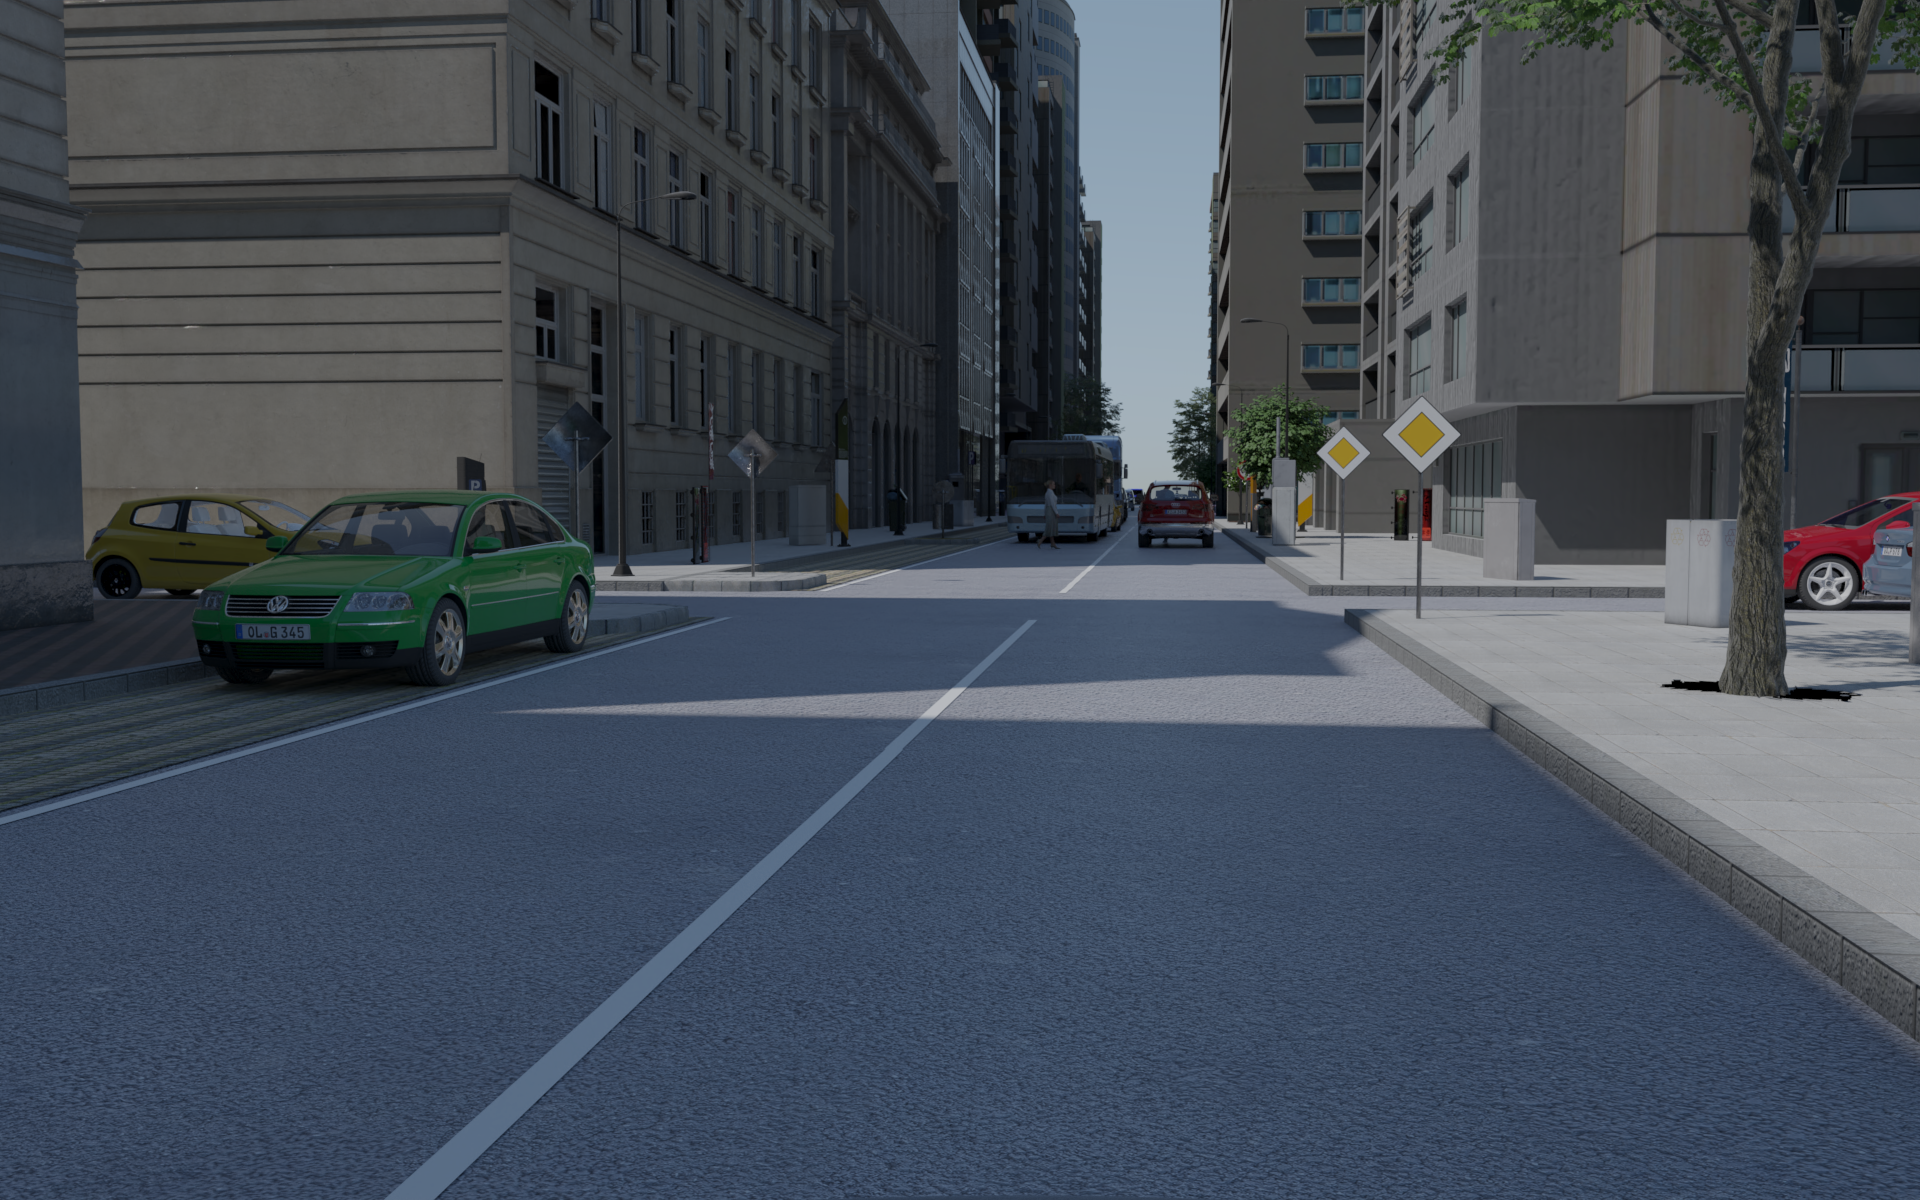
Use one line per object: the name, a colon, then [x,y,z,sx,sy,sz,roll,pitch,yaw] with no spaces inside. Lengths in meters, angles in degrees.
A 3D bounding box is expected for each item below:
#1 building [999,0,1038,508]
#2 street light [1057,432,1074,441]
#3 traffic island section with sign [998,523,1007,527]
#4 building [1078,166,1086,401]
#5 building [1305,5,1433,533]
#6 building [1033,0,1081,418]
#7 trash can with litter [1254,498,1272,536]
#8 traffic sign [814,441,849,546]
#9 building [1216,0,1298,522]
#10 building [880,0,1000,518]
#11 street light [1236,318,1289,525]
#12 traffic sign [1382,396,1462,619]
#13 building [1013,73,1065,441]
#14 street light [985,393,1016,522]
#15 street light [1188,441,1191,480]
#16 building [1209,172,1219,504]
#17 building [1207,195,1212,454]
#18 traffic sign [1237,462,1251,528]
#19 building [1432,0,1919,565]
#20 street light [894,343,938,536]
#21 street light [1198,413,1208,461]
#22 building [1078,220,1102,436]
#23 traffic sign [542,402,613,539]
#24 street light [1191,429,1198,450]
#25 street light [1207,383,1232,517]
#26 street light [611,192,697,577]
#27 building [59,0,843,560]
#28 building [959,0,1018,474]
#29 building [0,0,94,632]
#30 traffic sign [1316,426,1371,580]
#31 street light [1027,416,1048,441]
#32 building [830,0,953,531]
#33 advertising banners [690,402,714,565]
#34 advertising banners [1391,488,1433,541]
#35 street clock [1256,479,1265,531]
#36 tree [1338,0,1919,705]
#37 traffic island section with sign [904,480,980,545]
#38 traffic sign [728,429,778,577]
building: [-7.659,-33.992,145.015,28.713,52.752,27.495,0,4,7]
street light: [7.866,-9.627,129.936,1.470,5.913,1.316,0,4,7]
traffic island section with sign: [2.764,-4.141,76.335,1.989,1.847,2.006,0,4,7]
building: [5.261,-37.379,230.748,23.786,49.044,30.456,0,4,7]
building: [23.051,-37.892,57.785,20.563,71.187,20.611,0,4,7]
building: [2.599,-40.324,201.288,21.231,58.520,28.212,0,4,7]
trash can with litter: [9.374,-2.576,53.503,0.624,1.170,1.055,0,4,6]
traffic sign: [-3.159,-2.608,42.640,0.884,2.594,0.081,1,4,10]
building: [24.187,-28.373,87.601,21.300,48.544,21.600,0,4,7]
building: [-4.856,-16.790,92.542,12.078,24.808,19.932,0,4,7]
street light: [8.100,-4.482,45.828,1.470,5.913,1.316,0,4,7]
traffic sign: [4.715,-0.863,17.760,0.795,2.450,0.064,0,4,7]
building: [2.543,-29.446,165.039,14.154,41.232,14.086,0,4,7]
street light: [1.883,-6.577,80.081,1.470,5.913,1.316,0,4,7]
street light: [20.527,-10.809,149.276,1.470,5.913,1.316,0,4,7]
building: [39.150,-32.908,221.638,14.154,41.232,14.086,0,4,7]
building: [45.882,-35.944,242.310,22.147,44.769,28.867,0,4,7]
traffic sign: [10.721,-3.951,64.700,0.768,2.556,0.104,1,4,11]
building: [16.371,-21.346,32.597,14.086,41.232,14.154,0,4,7]
street light: [-1.366,-4.951,53.495,1.470,5.913,1.316,0,4,7]
street light: [14.491,-7.735,99.012,1.470,5.913,1.316,0,4,7]
building: [13.354,-34.789,252.402,14.154,41.232,14.086,0,4,7]
traffic sign: [-4.162,-0.930,18.851,0.795,2.450,0.064,0,4,7]
street light: [17.277,-9.183,122.690,1.470,5.913,1.316,0,4,7]
street light: [11.215,-6.109,72.430,1.470,5.913,1.316,0,4,7]
street light: [-4.734,-3.320,26.816,1.470,5.913,1.316,0,4,7]
building: [-13.163,-12.897,44.154,16.112,22.955,30.059,0,4,7]
building: [-7.747,-28.276,116.937,22.147,44.769,28.867,0,4,7]
building: [-18.193,-10.042,13.338,18.267,20.994,9.793,0,4,7]
traffic sign: [5.674,-1.348,25.688,0.795,2.450,0.064,0,4,7]
street light: [4.539,-8.001,103.360,1.470,5.913,1.316,0,4,7]
building: [-8.364,-14.007,70.810,13.314,21.916,24.055,0,4,7]
advertising banners: [-4.787,-2.212,32.360,0.090,3.025,2.074,0,4,3]
advertising banners: [12.626,-3.106,46.977,0.090,3.025,2.074,-3,5,-43]
street clock: [10.449,-3.414,60.390,0.471,2.002,0.358,-3,5,-45]
tree: [5.282,-5.198,10.750,9.928,11.665,9.643,0,3,0]
traffic island section with sign: [-0.476,-2.504,49.574,1.989,1.847,2.006,0,4,7]
traffic sign: [-3.203,-1.415,26.779,0.795,2.450,0.064,0,4,7]
